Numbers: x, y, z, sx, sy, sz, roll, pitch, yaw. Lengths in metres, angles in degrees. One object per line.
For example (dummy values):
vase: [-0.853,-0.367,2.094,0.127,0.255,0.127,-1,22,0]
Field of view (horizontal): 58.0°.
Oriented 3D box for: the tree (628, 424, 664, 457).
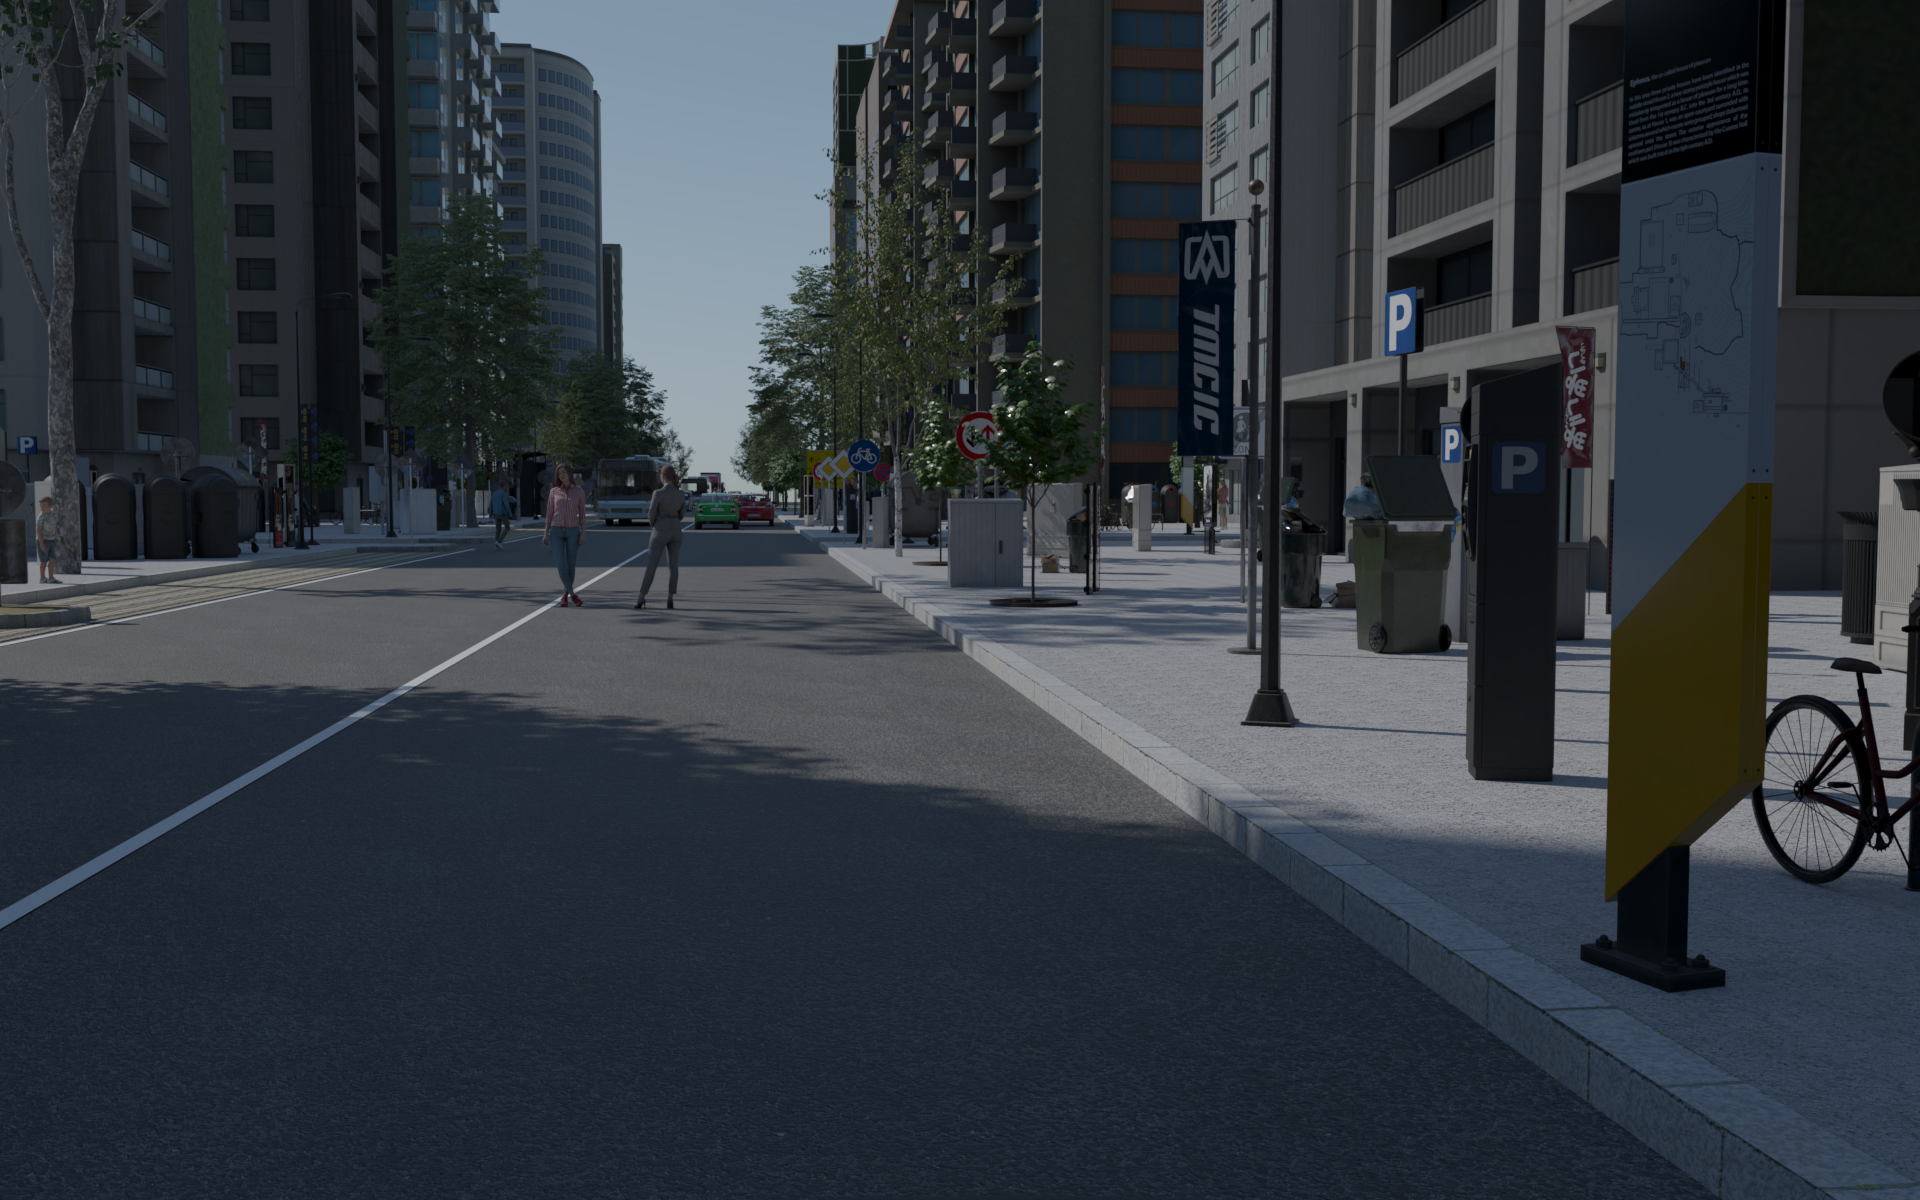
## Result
tree: [-32.370,-13.545,171.821,4.737,8.622,4.395,0,3,0]

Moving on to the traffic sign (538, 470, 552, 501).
traffic sign: [-21.972,-5.603,91.723,0.768,2.556,0.104,0,4,-5]

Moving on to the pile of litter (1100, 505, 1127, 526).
pile of litter: [5.941,-3.383,69.281,1.719,0.858,1.176,3,5,41]

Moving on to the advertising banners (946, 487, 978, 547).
advertising banners: [0.483,-2.672,39.883,2.074,3.025,0.090,3,5,40]

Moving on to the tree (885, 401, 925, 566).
tree: [-0.347,-2.231,31.075,1.663,3.219,1.824,0,3,0]

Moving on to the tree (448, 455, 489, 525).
tree: [-20.517,-4.753,72.321,1.663,3.219,1.824,0,3,0]

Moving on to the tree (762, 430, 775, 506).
tree: [-19.966,-14.569,188.563,4.360,8.622,3.978,0,3,0]

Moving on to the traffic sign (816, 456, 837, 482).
traffic sign: [-3.963,-3.091,52.723,0.795,2.593,0.064,0,4,-7]

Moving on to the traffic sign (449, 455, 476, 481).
traffic sign: [-14.777,-3.010,51.407,0.795,2.593,0.064,0,4,-7]

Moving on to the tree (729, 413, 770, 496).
tree: [-26.864,-20.283,242.000,12.009,13.543,11.850,0,3,0]

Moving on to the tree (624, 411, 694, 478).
tree: [-34.751,-15.509,187.986,7.601,10.594,8.767,-3,4,-38]

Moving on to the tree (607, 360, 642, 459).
tree: [-28.764,-13.225,134.350,7.486,12.596,7.792,0,3,0]

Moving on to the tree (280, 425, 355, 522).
tree: [-29.794,-5.919,80.484,4.285,4.588,4.351,0,3,0]

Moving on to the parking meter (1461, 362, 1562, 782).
parking meter: [2.471,-0.128,7.802,0.399,1.863,0.255,1,4,9]

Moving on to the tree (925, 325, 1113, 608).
tree: [0.735,-1.547,19.889,1.663,3.219,1.824,0,3,0]

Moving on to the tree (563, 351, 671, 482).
tree: [-30.909,-15.213,155.382,9.857,13.997,8.962,0,3,0]

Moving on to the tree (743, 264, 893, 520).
tree: [-6.961,-10.297,86.478,7.486,12.596,7.792,0,3,0]

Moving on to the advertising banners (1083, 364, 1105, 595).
advertising banners: [1.793,-1.628,22.808,0.090,3.025,2.074,1,4,11]

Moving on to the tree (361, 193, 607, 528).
tree: [-18.601,-9.002,65.308,7.486,12.596,7.792,0,3,0]

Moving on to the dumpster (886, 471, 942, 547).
dumpster: [-1.114,-2.246,42.476,1.264,1.857,1.865,0,4,-7]

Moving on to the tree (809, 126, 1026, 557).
tree: [-1.081,-5.177,35.014,4.737,8.622,4.395,0,3,0]

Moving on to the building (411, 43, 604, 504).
building: [-58.872,-41.976,228.302,21.231,58.520,28.212,0,4,-7]

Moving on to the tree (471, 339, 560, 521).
tree: [-21.021,-8.007,81.284,4.360,8.622,3.978,0,3,0]

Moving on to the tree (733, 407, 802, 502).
tree: [-23.905,-18.665,222.174,9.611,12.733,9.660,0,3,0]

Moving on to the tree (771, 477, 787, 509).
tree: [-15.865,-9.770,154.335,1.663,3.219,1.824,0,3,0]

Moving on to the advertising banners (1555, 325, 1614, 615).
advertising banners: [7.134,-1.361,18.442,2.074,3.025,0.090,-1,4,-22]

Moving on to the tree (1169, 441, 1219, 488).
tree: [12.242,-6.446,89.111,4.285,4.588,4.351,0,3,0]

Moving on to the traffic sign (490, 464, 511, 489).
traffic sign: [-19.622,-4.520,73.906,0.884,2.594,0.081,0,4,-3]

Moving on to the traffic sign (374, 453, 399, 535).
traffic sign: [-17.666,-3.258,53.380,0.768,2.556,0.104,0,4,0]

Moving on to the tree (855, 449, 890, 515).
tree: [-5.573,-7.506,106.433,4.285,4.588,4.351,0,3,0]

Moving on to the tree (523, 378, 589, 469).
tree: [-24.246,-9.427,104.489,4.737,8.622,4.395,0,3,0]

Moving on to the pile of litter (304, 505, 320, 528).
pile of litter: [-25.400,-3.254,67.172,1.176,0.858,1.719,0,4,1]

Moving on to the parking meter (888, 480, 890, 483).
parking meter: [-2.803,-4.079,72.404,0.399,1.863,0.255,-3,4,-37]

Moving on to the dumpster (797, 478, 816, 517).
dumpster: [-8.445,-5.846,98.068,1.502,2.255,1.985,0,4,-7]

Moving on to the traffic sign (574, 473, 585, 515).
traffic sign: [-23.857,-6.615,108.158,0.884,2.594,0.081,0,4,-4]

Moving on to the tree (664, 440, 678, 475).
tree: [-37.868,-16.262,216.245,4.737,8.622,4.395,0,3,0]

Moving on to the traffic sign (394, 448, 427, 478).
traffic sign: [-13.794,-2.526,43.483,0.795,2.593,0.064,0,4,-7]

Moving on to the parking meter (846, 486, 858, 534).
parking meter: [-3.482,-2.908,55.955,0.372,1.533,0.369,0,3,0]

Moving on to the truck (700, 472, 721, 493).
truck: [-32.517,-14.486,225.758,2.839,4.237,11.283,0,4,-6]

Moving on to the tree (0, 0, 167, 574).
tree: [-13.666,-10.559,28.530,12.611,20.169,13.585,0,3,0]

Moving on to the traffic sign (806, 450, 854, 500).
traffic sign: [-5.977,-5.262,79.910,2.265,3.308,0.079,0,4,-2]

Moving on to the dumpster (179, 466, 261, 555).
dumpster: [-15.761,-1.904,36.883,1.264,1.857,1.865,0,4,-7]

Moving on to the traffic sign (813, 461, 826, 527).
traffic sign: [-5.333,-4.104,67.213,0.768,2.556,0.104,0,4,-2]

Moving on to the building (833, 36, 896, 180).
building: [-11.617,-51.253,276.236,20.563,71.187,20.611,0,4,-7]

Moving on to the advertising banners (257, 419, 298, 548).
advertising banners: [-16.237,-2.753,41.198,0.090,3.025,2.074,0,4,1]

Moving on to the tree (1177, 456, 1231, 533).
tree: [8.099,-3.886,58.135,1.663,3.219,1.824,0,3,0]

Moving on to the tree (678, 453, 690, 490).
tree: [-46.081,-20.404,283.965,4.737,8.622,4.395,0,3,0]

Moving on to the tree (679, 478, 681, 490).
tree: [-45.565,-17.773,274.306,4.285,4.588,4.351,0,3,0]

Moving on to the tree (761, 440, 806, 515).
tree: [-10.109,-7.955,113.777,4.285,4.588,4.351,0,3,0]

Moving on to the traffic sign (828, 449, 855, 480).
traffic sign: [-2.980,-2.606,44.799,0.795,2.593,0.064,0,4,-7]

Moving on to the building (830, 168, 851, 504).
building: [-10.563,-35.952,237.926,14.600,45.320,14.200,0,4,-7]
